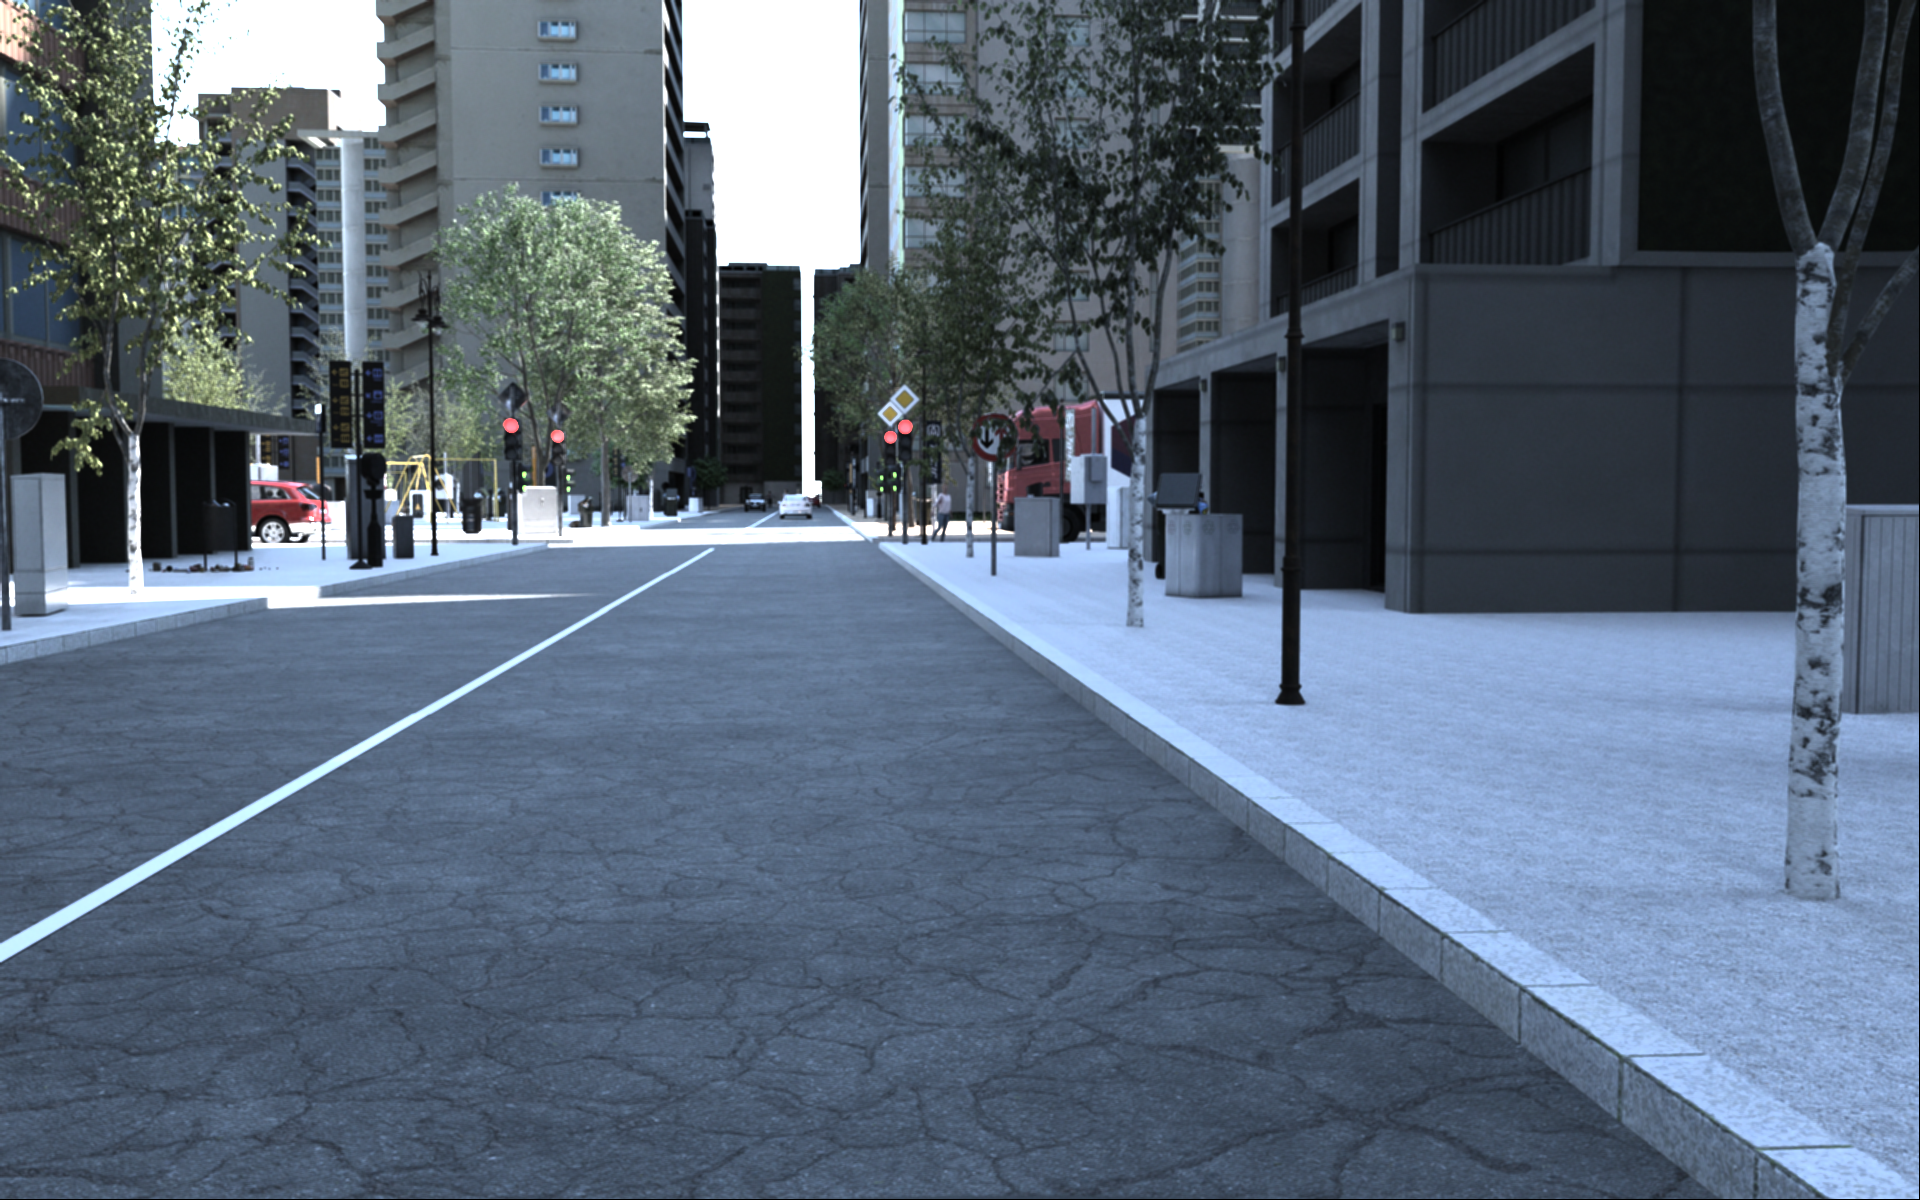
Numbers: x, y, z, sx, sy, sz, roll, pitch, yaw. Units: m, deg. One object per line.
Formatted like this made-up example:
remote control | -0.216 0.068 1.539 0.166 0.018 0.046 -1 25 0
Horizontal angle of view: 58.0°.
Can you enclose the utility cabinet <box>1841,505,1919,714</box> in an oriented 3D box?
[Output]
utility cabinet | 5.691 0.054 10.276 1.020 1.237 0.306 -1 4 -12

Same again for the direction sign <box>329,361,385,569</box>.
direction sign | -10.283 -2.301 29.615 0.876 3.537 0.379 -1 4 -19

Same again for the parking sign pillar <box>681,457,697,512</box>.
parking sign pillar | -19.571 -8.400 125.814 1.447 3.967 1.447 1 4 14

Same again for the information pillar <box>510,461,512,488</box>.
information pillar | -32.228 -8.131 124.304 0.183 3.616 0.504 -1 4 -21

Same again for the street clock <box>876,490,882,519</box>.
street clock | -4.232 -5.270 90.732 0.471 2.002 0.358 -1 4 -21

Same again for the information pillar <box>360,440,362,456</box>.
information pillar | -23.283 -4.639 67.196 0.183 3.616 0.504 -2 4 -31

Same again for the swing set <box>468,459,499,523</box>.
swing set | -21.965 -4.855 76.997 3.119 2.851 2.862 -1 4 -18

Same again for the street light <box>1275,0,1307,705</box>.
street light | 2.023 -2.302 10.433 0.468 5.910 1.993 0 4 -5

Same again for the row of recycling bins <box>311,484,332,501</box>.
row of recycling bins | -26.045 -3.863 70.279 1.069 1.692 3.534 -1 4 -17

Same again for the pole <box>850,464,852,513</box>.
pole | -7.265 -7.458 115.787 0.158 3.312 0.155 0 3 0

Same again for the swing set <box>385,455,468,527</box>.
swing set | -21.852 -4.439 70.191 2.862 2.851 3.119 -2 4 -28

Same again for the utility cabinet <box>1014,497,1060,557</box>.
utility cabinet | 1.585 -1.498 35.661 1.020 1.237 0.306 3 5 44

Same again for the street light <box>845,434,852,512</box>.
street light | -8.155 -9.415 126.730 0.468 5.910 1.993 0 4 -5

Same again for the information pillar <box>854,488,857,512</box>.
information pillar | -7.338 -7.128 121.029 0.304 2.012 0.304 0 4 5

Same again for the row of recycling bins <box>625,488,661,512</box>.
row of recycling bins | -22.793 -7.155 124.098 3.534 1.692 1.069 3 4 37

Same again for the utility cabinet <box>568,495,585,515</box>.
utility cabinet | -23.451 -5.798 105.952 1.020 1.237 0.306 -3 5 -42

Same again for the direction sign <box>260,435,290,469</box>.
direction sign | -21.607 -3.834 54.685 0.876 3.537 0.379 0 4 -6

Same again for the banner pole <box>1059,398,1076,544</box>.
banner pole | 2.752 -3.351 44.810 0.401 3.779 0.863 -2 4 -29

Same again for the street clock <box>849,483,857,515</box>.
street clock | -6.529 -6.201 105.954 0.471 2.002 0.358 0 3 0

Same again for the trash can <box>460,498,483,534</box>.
trash can | -15.698 -2.694 55.694 0.748 1.137 0.748 0 3 0

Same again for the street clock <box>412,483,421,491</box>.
street clock | -32.163 -5.987 102.451 0.471 2.002 0.358 0 4 -3

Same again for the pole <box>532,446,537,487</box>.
pole | -18.093 -4.882 73.669 0.158 3.312 0.155 0 3 0

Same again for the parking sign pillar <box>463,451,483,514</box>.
parking sign pillar | -30.915 -7.431 109.972 1.447 3.967 1.447 2 4 24

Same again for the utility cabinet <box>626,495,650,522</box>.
utility cabinet | -15.074 -4.276 81.072 1.020 1.237 0.306 0 4 8

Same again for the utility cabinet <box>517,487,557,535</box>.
utility cabinet | -13.036 -2.739 53.461 1.173 1.500 0.318 -3 4 -39

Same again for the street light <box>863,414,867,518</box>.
street light | -5.085 -7.344 92.856 0.468 5.910 1.993 0 4 -5

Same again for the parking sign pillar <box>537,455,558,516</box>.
parking sign pillar | -24.285 -6.894 101.192 1.447 3.967 1.447 -2 4 -24

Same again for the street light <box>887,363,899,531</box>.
street light | -2.260 -5.299 59.424 0.468 5.910 1.993 0 4 -5

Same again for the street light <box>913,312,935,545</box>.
street light | -0.908 -4.349 43.900 0.468 5.910 1.993 0 4 -5

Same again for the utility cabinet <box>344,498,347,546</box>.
utility cabinet | -15.035 -1.970 43.364 0.306 1.237 1.020 0 4 8

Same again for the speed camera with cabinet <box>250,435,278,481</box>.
speed camera with cabinet | -20.947 -3.599 53.187 2.038 3.252 0.660 2 4 34

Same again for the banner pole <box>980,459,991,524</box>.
banner pole | 1.202 -5.139 74.037 0.401 3.779 0.863 -3 5 -44

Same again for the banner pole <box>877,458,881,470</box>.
banner pole | -5.592 -7.945 119.917 0.401 3.779 0.863 1 4 23

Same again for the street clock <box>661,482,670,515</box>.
street clock | -17.849 -6.141 104.973 0.471 2.002 0.358 -2 4 -32

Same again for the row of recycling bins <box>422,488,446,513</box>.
row of recycling bins | -36.768 -6.980 121.239 1.069 1.692 3.534 0 4 0

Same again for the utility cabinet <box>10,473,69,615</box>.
utility cabinet | -9.893 -0.607 18.610 0.318 1.500 1.173 -1 4 -17

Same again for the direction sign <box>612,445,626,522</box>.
direction sign | -15.625 -5.348 79.441 0.876 3.537 0.379 3 4 38

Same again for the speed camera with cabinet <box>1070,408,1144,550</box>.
speed camera with cabinet | 3.538 -2.817 40.389 2.038 3.252 0.660 -2 4 -34

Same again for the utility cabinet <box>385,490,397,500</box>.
utility cabinet | -29.529 -4.946 89.544 0.318 1.500 1.173 0 4 6

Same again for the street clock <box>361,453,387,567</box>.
street clock | -10.290 -1.580 30.406 0.358 2.002 0.471 1 4 17

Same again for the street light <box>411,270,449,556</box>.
street light | -10.970 -3.865 35.985 0.468 5.910 1.993 0 4 -5

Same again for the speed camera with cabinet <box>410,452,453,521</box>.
speed camera with cabinet | -24.956 -5.344 81.713 2.038 3.252 0.660 1 4 20

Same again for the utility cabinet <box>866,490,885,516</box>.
utility cabinet | -4.822 -5.577 99.862 1.173 1.500 0.318 -1 4 -20

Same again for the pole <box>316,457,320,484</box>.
pole | -35.379 -6.219 95.530 0.158 3.312 0.155 0 3 0
